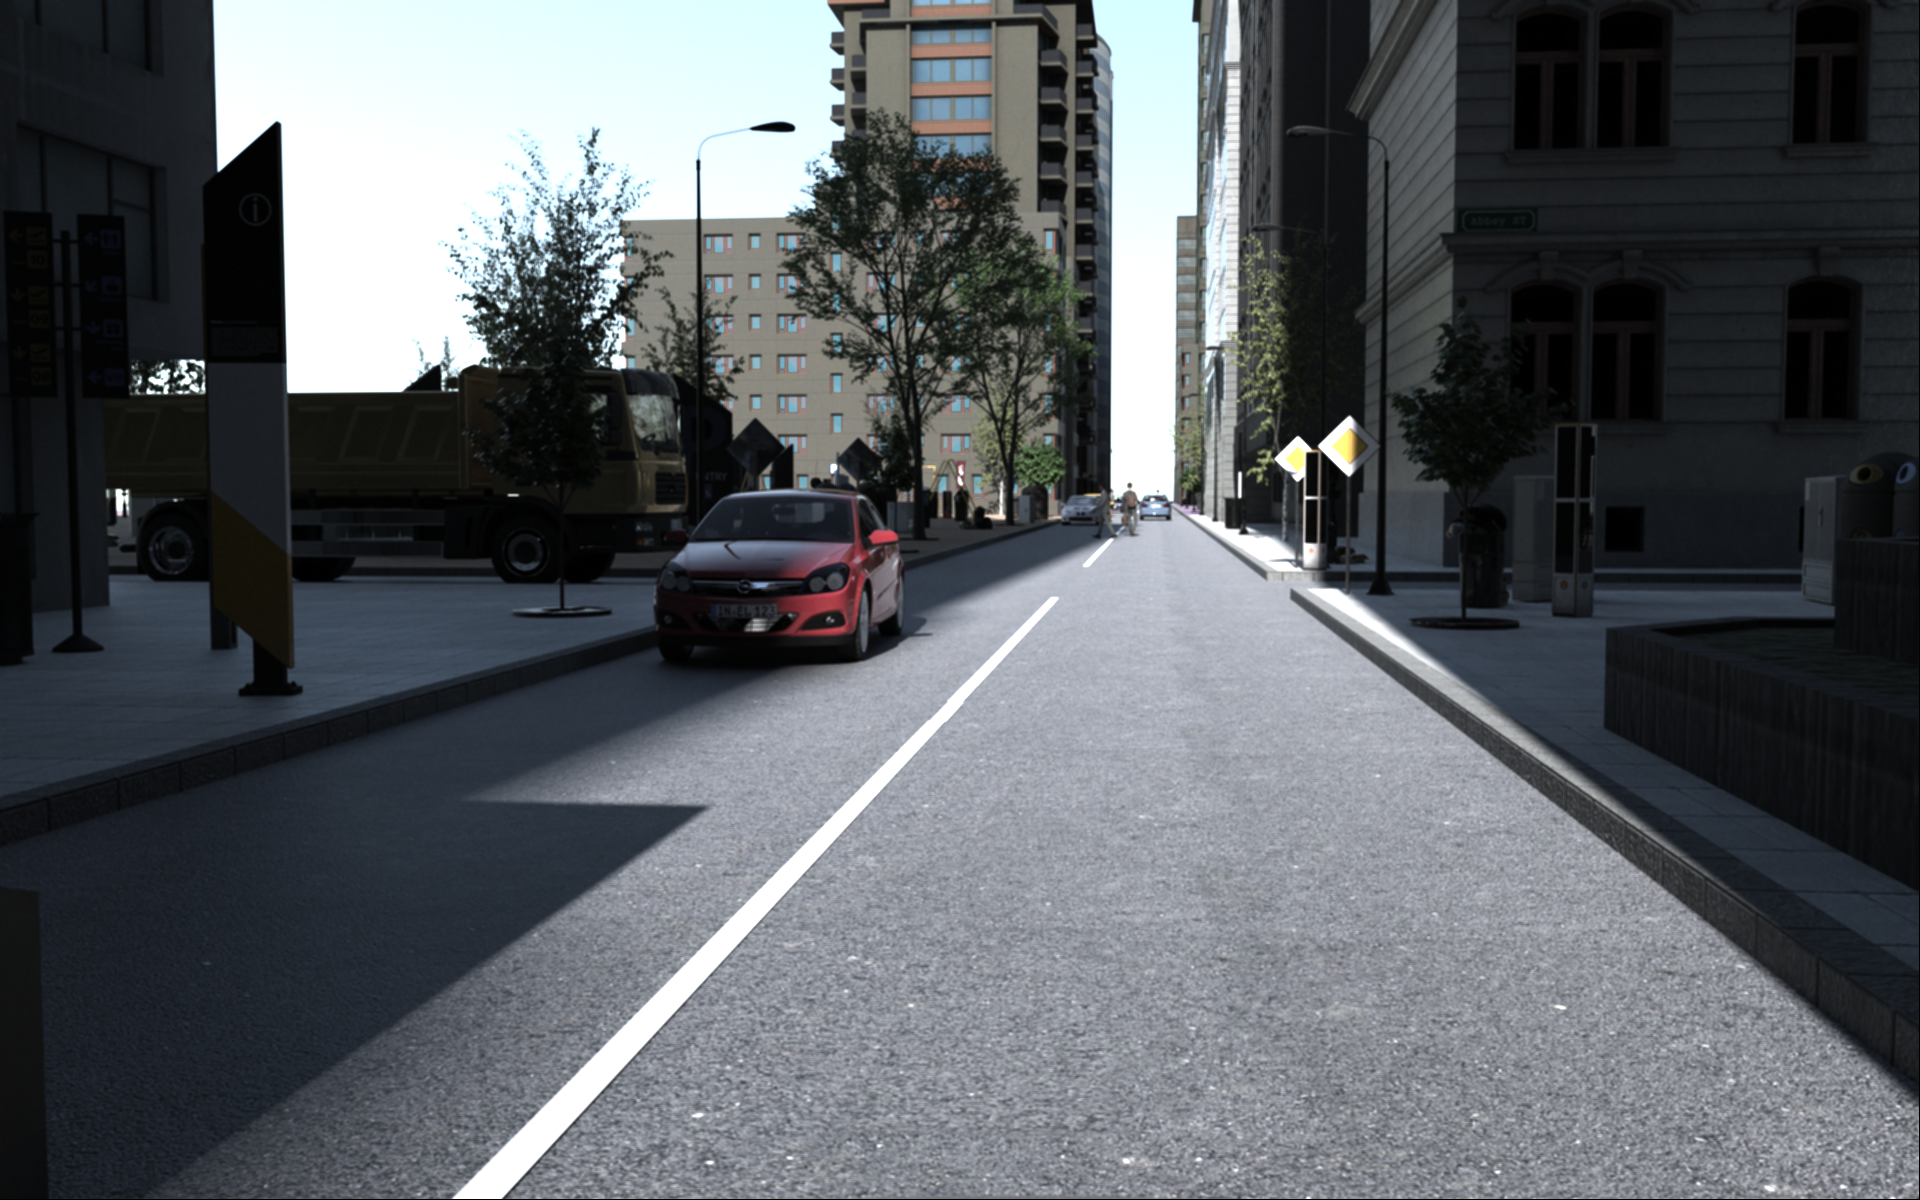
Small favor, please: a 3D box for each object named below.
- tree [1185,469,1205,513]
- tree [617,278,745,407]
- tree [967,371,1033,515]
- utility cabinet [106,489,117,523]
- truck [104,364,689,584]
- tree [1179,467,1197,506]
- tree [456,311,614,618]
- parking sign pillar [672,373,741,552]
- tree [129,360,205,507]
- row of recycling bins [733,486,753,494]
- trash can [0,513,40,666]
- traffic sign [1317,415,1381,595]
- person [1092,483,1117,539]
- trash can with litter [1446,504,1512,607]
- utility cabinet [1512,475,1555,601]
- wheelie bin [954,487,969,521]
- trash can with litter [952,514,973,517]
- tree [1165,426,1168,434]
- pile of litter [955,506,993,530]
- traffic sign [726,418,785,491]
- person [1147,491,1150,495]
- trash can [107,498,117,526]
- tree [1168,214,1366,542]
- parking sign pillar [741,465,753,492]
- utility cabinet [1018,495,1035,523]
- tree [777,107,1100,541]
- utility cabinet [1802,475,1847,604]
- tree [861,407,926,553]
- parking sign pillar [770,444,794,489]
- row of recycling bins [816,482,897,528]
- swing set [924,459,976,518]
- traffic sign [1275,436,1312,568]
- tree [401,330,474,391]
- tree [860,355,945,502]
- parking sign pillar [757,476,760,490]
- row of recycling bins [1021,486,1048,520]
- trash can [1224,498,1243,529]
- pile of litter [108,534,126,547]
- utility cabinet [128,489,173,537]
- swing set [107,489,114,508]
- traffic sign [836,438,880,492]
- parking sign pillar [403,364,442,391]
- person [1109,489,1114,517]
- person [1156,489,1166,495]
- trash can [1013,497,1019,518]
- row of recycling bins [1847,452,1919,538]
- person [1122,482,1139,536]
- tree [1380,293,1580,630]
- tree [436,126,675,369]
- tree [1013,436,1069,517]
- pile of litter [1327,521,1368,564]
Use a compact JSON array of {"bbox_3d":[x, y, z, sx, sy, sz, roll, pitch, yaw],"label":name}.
[{"bbox_3d":[16.034,-7.487,117.021,1.663,3.219,1.824,0,3,0],"label":"tree"},{"bbox_3d":[-9.358,-6.674,59.488,4.737,8.622,4.395,0,3,0],"label":"tree"},{"bbox_3d":[2.451,-9.398,104.019,4.737,8.622,4.395,0,3,0],"label":"tree"},{"bbox_3d":[-37.358,-4.126,76.140,0.318,1.500,1.173,-3,4,-38],"label":"utility cabinet"},{"bbox_3d":[-8.426,-1.922,27.352,9.791,3.379,3.469,0,4,8],"label":"truck"},{"bbox_3d":[25.903,-12.841,193.670,4.285,4.588,4.351,0,3,0],"label":"tree"},{"bbox_3d":[-4.238,-1.463,18.526,1.663,3.219,1.824,0,3,0],"label":"tree"},{"bbox_3d":[-5.710,-3.064,38.572,1.447,3.967,1.447,-1,4,-11],"label":"parking sign pillar"},{"bbox_3d":[-24.502,-6.010,48.634,4.360,8.622,3.978,0,3,0],"label":"tree"},{"bbox_3d":[-11.785,-4.844,86.311,3.534,1.692,1.069,0,4,0],"label":"row of recycling bins"},{"bbox_3d":[-7.336,-0.085,13.046,0.748,1.137,0.748,0,3,0],"label":"trash can"},{"bbox_3d":[4.939,-1.125,22.033,0.795,2.450,0.064,0,4,6],"label":"traffic sign"},{"bbox_3d":[4.655,-2.875,55.783,0.850,1.792,0.678,1,4,11],"label":"person"},{"bbox_3d":[5.971,-0.517,19.841,0.624,1.170,1.055,2,4,26],"label":"trash can with litter"},{"bbox_3d":[7.102,-0.744,20.848,1.173,1.500,0.318,-3,5,-43],"label":"utility cabinet"},{"bbox_3d":[0.098,-4.543,82.192,0.693,1.594,0.980,1,4,11],"label":"wheelie bin"},{"bbox_3d":[0.010,-5.293,97.598,1.678,1.210,2.233,2,4,32],"label":"trash can with litter"},{"bbox_3d":[15.711,-9.887,112.017,4.737,8.622,4.395,0,3,0],"label":"tree"},{"bbox_3d":[0.493,-3.016,63.284,1.719,0.858,1.176,-2,4,-33],"label":"pile of litter"},{"bbox_3d":[-2.704,-1.179,22.911,0.795,2.450,0.064,0,4,6],"label":"traffic sign"},{"bbox_3d":[20.795,-11.071,190.237,0.721,1.736,1.217,2,4,23],"label":"person"},{"bbox_3d":[-34.661,-3.595,70.435,0.748,1.137,0.748,0,3,0],"label":"trash can"},{"bbox_3d":[8.941,-5.889,46.647,4.737,8.622,4.395,0,3,0],"label":"tree"},{"bbox_3d":[-11.951,-6.312,91.668,1.447,3.967,1.447,-1,4,-20],"label":"parking sign pillar"},{"bbox_3d":[2.974,-4.043,77.257,0.306,1.237,1.020,-2,4,-27],"label":"utility cabinet"},{"bbox_3d":[-1.318,-7.470,47.896,9.928,11.665,9.643,0,3,0],"label":"tree"},{"bbox_3d":[10.238,-0.715,20.371,0.318,1.500,1.173,1,4,10],"label":"utility cabinet"},{"bbox_3d":[-1.332,-2.665,38.178,1.663,3.219,1.824,0,3,0],"label":"tree"},{"bbox_3d":[-9.509,-6.357,92.410,1.447,3.967,1.447,3,5,44],"label":"parking sign pillar"},{"bbox_3d":[-3.785,-3.392,62.565,3.534,1.692,1.069,-3,5,-42],"label":"row of recycling bins"},{"bbox_3d":[-0.523,-4.961,78.725,2.862,2.851,3.119,0,4,-5],"label":"swing set"},{"bbox_3d":[5.833,-1.610,29.968,0.795,2.450,0.064,0,4,6],"label":"traffic sign"},{"bbox_3d":[-23.597,-7.815,78.139,4.737,8.622,4.395,0,3,0],"label":"tree"},{"bbox_3d":[-2.898,-8.491,89.194,4.360,8.622,3.978,0,3,0],"label":"tree"},{"bbox_3d":[-12.068,-6.723,98.395,1.447,3.967,1.447,-1,4,-17],"label":"parking sign pillar"},{"bbox_3d":[3.709,-4.891,87.088,1.069,1.692,3.534,0,4,-7],"label":"row of recycling bins"},{"bbox_3d":[10.051,-3.182,63.672,0.748,1.137,0.748,0,3,0],"label":"trash can"},{"bbox_3d":[-21.082,-1.737,42.361,1.176,0.858,1.719,1,4,20],"label":"pile of litter"},{"bbox_3d":[-24.179,-2.634,51.737,1.173,1.500,0.318,-3,5,-43],"label":"utility cabinet"},{"bbox_3d":[-26.756,-3.686,57.893,2.862,2.851,3.119,1,4,14],"label":"swing set"},{"bbox_3d":[-1.811,-1.664,30.846,0.795,2.450,0.064,0,4,6],"label":"traffic sign"},{"bbox_3d":[-11.295,-2.883,35.607,1.447,3.967,1.447,2,4,35],"label":"parking sign pillar"},{"bbox_3d":[9.580,-6.071,108.556,0.721,1.735,1.217,0,4,6],"label":"person"},{"bbox_3d":[12.421,-5.991,107.251,0.742,1.727,0.445,1,4,17],"label":"person"},{"bbox_3d":[2.856,-4.917,92.049,0.748,1.137,0.748,0,3,0],"label":"trash can"},{"bbox_3d":[9.118,-0.533,15.832,1.069,1.692,3.534,0,4,6],"label":"row of recycling bins"},{"bbox_3d":[5.800,-3.091,58.999,0.622,1.834,0.822,1,4,20],"label":"person"},{"bbox_3d":[4.843,-1.363,16.893,1.663,3.219,1.824,0,3,0],"label":"tree"},{"bbox_3d":[-7.808,-5.116,34.009,4.360,8.622,3.978,0,3,0],"label":"tree"},{"bbox_3d":[4.499,-6.941,97.201,4.285,4.588,4.351,0,3,0],"label":"tree"},{"bbox_3d":[7.073,-1.126,32.369,1.176,0.858,1.719,2,4,32],"label":"pile of litter"}]
